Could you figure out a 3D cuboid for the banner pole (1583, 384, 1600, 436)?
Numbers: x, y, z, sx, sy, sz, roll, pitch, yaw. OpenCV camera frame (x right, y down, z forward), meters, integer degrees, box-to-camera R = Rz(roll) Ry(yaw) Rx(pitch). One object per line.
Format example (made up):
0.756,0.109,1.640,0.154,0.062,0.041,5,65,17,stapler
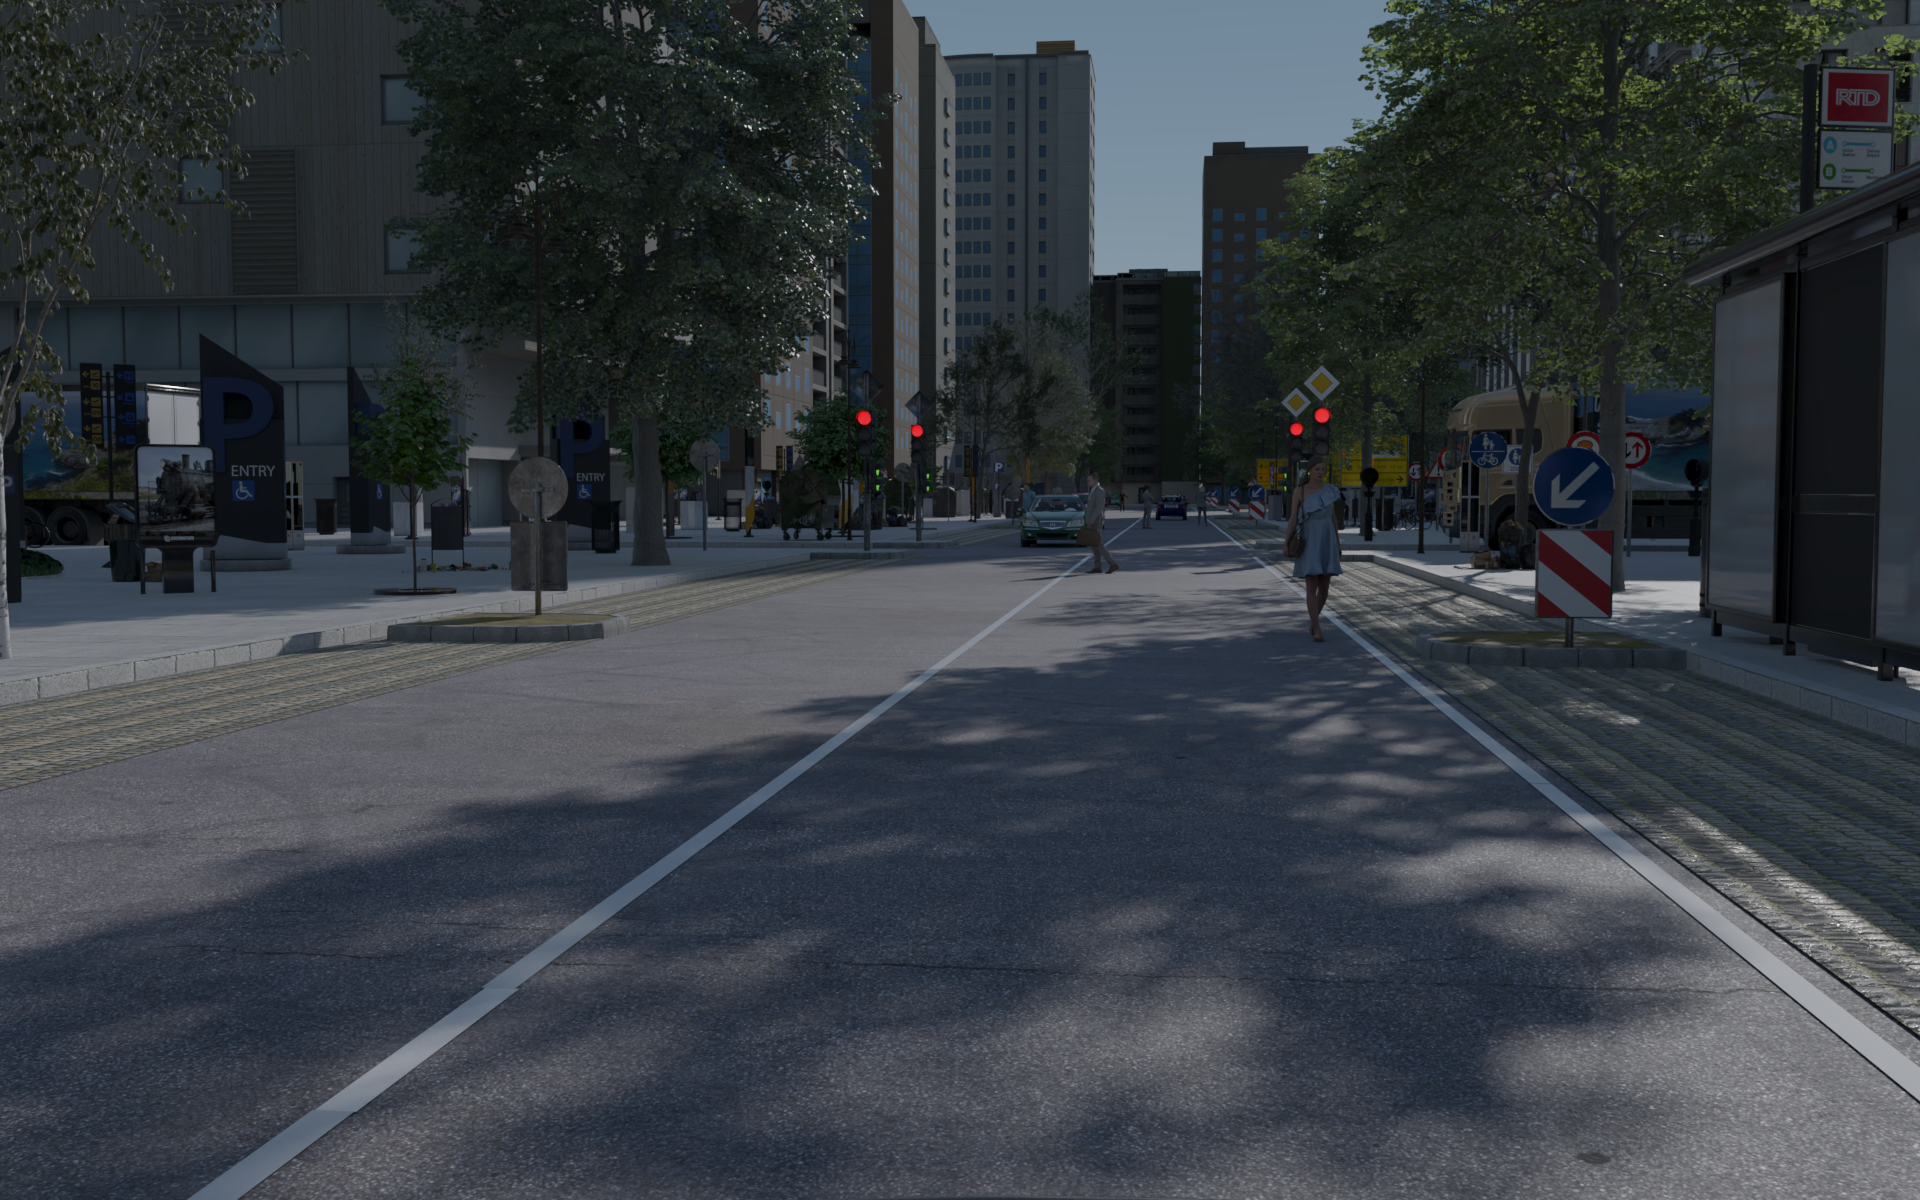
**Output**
13.296,-2.830,36.281,0.401,3.779,0.863,-3,5,-43,banner pole

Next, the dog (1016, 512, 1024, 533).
2.489,-2.880,63.922,0.513,0.831,0.800,-3,4,-36,dog

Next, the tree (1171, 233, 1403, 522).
15.495,-10.432,80.927,12.009,13.543,11.850,0,3,0,tree

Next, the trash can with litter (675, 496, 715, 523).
-12.030,-4.041,77.126,2.233,1.210,1.678,-1,4,-12,trash can with litter

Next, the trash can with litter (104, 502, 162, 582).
-11.967,-0.858,25.411,1.055,1.170,0.624,1,4,8,trash can with litter

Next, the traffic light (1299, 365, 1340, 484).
7.852,-2.990,37.809,0.839,4.253,0.868,0,4,7,traffic light

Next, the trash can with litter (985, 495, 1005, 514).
2.260,-6.040,109.812,2.233,1.210,1.678,-1,4,-14,trash can with litter

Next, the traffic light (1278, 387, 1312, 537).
8.836,-3.475,45.734,0.839,4.253,0.868,0,4,7,traffic light

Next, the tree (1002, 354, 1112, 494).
7.328,-13.418,137.505,7.486,12.596,7.792,0,3,0,tree

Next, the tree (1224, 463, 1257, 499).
27.902,-11.517,172.014,4.285,4.588,4.351,0,3,0,tree

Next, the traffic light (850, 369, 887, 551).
-2.085,-3.064,39.022,0.839,4.253,0.868,0,4,7,traffic light

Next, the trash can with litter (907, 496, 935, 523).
-2.188,-4.021,76.794,1.678,1.210,2.233,-1,4,-22,trash can with litter

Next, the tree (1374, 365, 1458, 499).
23.988,-8.752,93.452,4.360,8.622,3.978,0,3,0,tree

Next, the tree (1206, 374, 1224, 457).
12.360,-8.203,52.252,7.486,12.596,7.792,0,3,0,tree

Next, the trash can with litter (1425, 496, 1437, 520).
22.844,-4.417,83.611,0.624,1.170,1.055,0,4,-5,trash can with litter

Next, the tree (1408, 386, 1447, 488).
29.130,-9.781,110.280,4.737,8.622,4.395,0,3,0,tree

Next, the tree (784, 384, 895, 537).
-3.596,-4.171,51.917,4.285,4.588,4.351,0,3,0,tree

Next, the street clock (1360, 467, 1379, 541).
11.111,-2.599,47.057,0.471,2.002,0.358,0,4,-2,street clock

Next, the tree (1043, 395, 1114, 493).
12.342,-15.631,181.324,9.928,11.665,9.643,0,3,0,tree

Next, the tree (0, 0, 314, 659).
-7.275,-3.853,13.352,4.360,8.622,3.978,0,3,0,tree

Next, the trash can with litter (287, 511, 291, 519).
-13.945,-1.419,34.580,0.624,1.170,1.055,2,4,26,trash can with litter

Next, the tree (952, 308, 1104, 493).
4.303,-12.488,114.547,12.009,13.543,11.850,0,3,0,tree

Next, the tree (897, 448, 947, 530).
-1.302,-4.151,62.473,1.663,3.219,1.824,0,3,0,tree

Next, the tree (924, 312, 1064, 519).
1.211,-9.426,88.535,7.601,10.594,8.767,2,4,28,tree

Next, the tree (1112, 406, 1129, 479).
15.600,-17.178,198.983,7.486,12.596,7.792,0,3,0,tree

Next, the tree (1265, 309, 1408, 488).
13.508,-6.952,64.032,4.737,8.622,4.395,0,3,0,tree

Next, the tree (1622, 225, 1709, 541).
19.111,-5.923,47.197,4.360,8.622,3.978,0,3,0,tree

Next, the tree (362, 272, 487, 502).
-18.104,-6.593,58.162,4.360,8.622,3.978,0,3,0,tree

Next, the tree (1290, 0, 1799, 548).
10.217,-5.929,31.349,8.767,10.594,7.601,1,4,12,tree

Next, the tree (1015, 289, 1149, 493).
11.642,-18.468,157.839,12.611,20.169,13.585,0,3,0,tree

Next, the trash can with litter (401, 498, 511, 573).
-8.200,-1.102,29.077,2.233,1.210,1.678,-1,4,-16,trash can with litter

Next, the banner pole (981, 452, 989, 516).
1.607,-6.940,103.480,0.401,3.779,0.863,0,4,1,banner pole

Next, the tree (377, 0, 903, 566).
-5.580,-7.591,30.766,9.857,13.997,8.962,0,3,0,tree

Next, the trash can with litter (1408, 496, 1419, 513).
27.251,-5.673,104.142,0.624,1.170,1.055,2,4,35,trash can with litter

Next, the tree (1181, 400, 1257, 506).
28.617,-16.610,188.585,9.611,12.733,9.660,0,3,0,tree

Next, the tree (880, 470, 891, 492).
-5.275,-7.410,115.750,1.663,3.219,1.824,0,3,0,tree

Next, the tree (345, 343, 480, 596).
-6.955,-1.700,22.394,1.663,3.219,1.824,0,3,0,tree

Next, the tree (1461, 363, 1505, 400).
29.441,-9.000,97.516,4.360,8.622,3.978,0,3,0,tree

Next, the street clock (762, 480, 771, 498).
-10.198,-5.309,91.380,0.471,2.002,0.358,-3,5,-42,street clock

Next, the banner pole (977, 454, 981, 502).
1.218,-7.185,107.491,0.401,3.779,0.863,2,4,31,banner pole

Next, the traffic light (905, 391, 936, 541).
-1.101,-3.549,46.947,0.839,4.253,0.868,0,4,7,traffic light

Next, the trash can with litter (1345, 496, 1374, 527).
15.309,-3.461,67.649,1.678,1.210,2.233,1,4,15,trash can with litter

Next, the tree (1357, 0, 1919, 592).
8.469,-6.418,23.059,7.486,12.596,7.792,0,3,0,tree

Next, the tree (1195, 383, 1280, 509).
24.585,-13.900,153.015,9.928,11.665,9.643,0,3,0,tree

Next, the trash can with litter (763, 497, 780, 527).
-7.020,-3.444,67.361,2.233,1.210,1.678,0,4,4,trash can with litter

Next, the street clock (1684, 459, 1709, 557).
15.136,-1.898,35.605,0.358,2.002,0.471,-1,4,-21,street clock

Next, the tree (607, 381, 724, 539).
-8.484,-4.057,50.046,4.285,4.588,4.351,0,3,0,tree

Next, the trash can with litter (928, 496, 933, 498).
-1.768,-5.836,106.804,0.624,1.170,1.055,1,4,16,trash can with litter

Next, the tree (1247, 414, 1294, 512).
21.948,-10.570,123.175,4.360,8.622,3.978,0,3,0,tree
